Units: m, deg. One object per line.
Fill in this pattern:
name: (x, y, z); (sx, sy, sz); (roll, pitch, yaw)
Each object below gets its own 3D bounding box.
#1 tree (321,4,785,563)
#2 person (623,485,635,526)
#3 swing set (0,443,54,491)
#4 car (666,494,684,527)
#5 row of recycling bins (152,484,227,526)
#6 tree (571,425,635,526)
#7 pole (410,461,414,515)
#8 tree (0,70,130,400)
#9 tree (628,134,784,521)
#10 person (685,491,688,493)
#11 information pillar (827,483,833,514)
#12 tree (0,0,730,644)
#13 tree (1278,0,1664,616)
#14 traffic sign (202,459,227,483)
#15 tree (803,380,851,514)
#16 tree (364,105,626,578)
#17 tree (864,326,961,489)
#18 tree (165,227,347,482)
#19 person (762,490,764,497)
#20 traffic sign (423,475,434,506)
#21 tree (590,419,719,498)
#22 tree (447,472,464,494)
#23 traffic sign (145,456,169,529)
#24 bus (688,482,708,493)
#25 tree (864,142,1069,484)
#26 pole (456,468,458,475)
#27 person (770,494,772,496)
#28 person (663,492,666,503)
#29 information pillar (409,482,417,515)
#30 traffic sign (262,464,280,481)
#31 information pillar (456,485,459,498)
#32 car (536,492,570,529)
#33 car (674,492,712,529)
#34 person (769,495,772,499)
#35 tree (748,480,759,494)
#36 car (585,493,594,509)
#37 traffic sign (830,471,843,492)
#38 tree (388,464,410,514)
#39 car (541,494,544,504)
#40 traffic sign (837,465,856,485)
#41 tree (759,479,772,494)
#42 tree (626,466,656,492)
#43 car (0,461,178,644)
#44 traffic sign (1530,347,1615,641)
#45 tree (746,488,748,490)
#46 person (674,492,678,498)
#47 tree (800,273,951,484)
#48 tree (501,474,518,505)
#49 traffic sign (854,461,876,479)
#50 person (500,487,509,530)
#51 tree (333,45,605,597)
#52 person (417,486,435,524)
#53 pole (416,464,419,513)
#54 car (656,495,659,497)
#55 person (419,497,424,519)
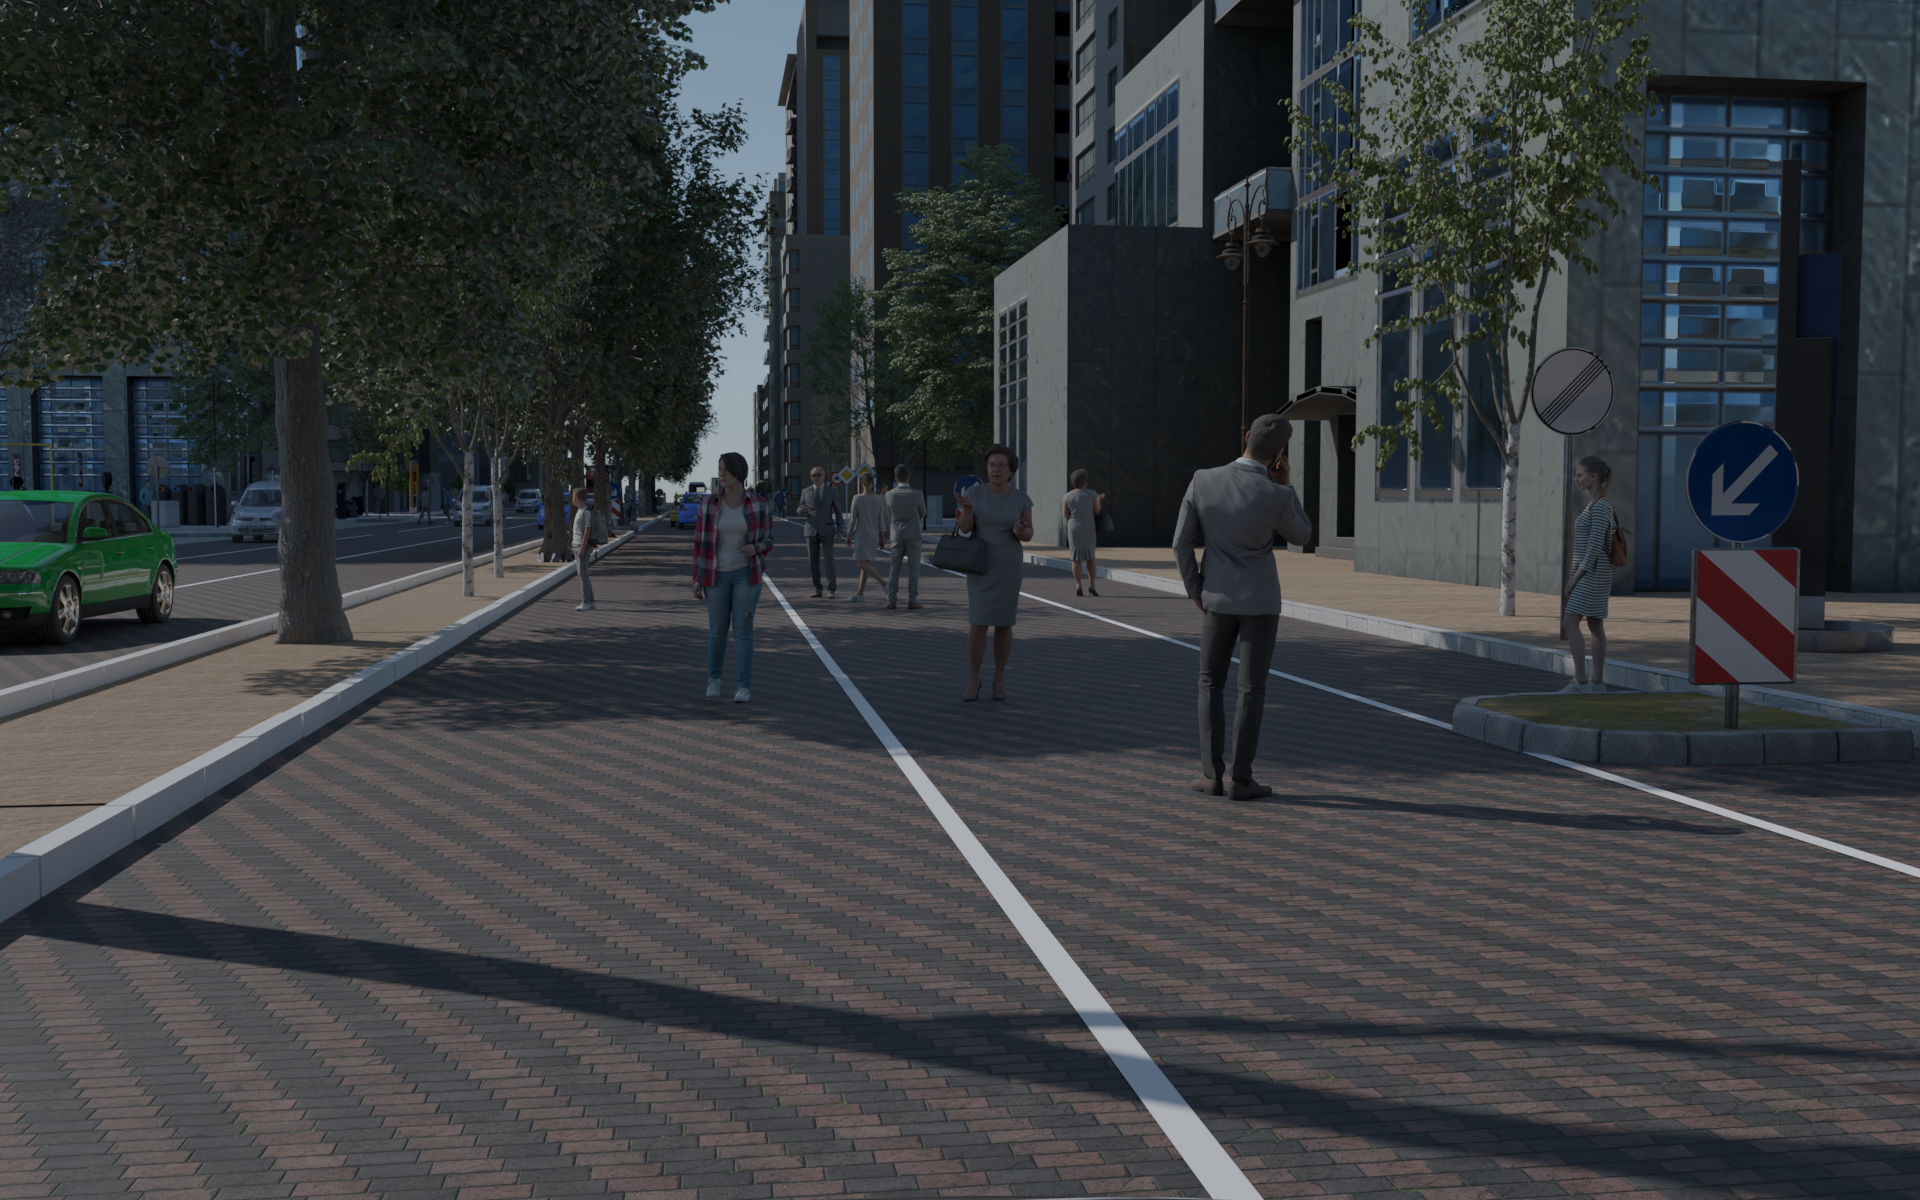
tree: (-8.480, -7.124, 35.950); (9.611, 12.733, 9.660); (0, 3, 0)
person: (-13.618, -3.839, 71.443); (0.537, 1.800, 0.526); (-2, 4, -34)
swing set: (-29.469, -3.415, 53.460); (3.119, 2.851, 2.862); (-2, 4, -27)
car: (-12.049, -4.091, 77.116); (2.015, 1.641, 3.980); (-1, 4, -9)
row of recycling bins: (-31.552, -3.903, 70.928); (3.534, 1.692, 1.069); (1, 4, 18)
tree: (-15.387, -9.144, 77.712); (9.928, 11.665, 9.643); (0, 3, 0)
pole: (-33.875, -6.921, 107.009); (0.158, 3.312, 0.155); (0, 3, 0)
tree: (-25.477, -8.049, 41.970); (12.009, 13.543, 11.850); (0, 3, 0)
tree: (-15.869, -14.149, 89.683); (12.611, 20.169, 13.585); (0, 3, 0)
person: (-28.759, -10.578, 182.114); (0.621, 1.740, 0.551); (-1, 4, -8)
information pillar: (-8.285, -6.494, 110.672); (0.304, 2.012, 0.304); (-2, 4, -24)
tree: (-6.214, -6.550, 16.204); (9.857, 13.997, 8.962); (0, 3, 0)
tree: (5.715, -4.150, 18.222); (4.737, 8.622, 4.395); (0, 3, 0)
traffic sign: (-25.100, -3.434, 58.337); (0.795, 2.593, 0.064); (-1, 4, -8)
tree: (-8.129, -9.955, 113.131); (4.360, 8.622, 3.978); (0, 3, 0)
tree: (-7.808, -4.661, 29.023); (4.360, 8.622, 3.978); (0, 3, 0)
tree: (-2.192, -7.742, 76.941); (4.737, 8.622, 4.395); (0, 3, 0)
tree: (-29.389, -9.499, 73.438); (7.486, 12.596, 7.792); (0, 3, 0)
person: (-26.547, -13.875, 232.924); (0.705, 1.821, 1.348); (0, 4, -5)
traffic sign: (-35.248, -7.021, 114.898); (0.768, 2.556, 0.104); (0, 4, -3)
tree: (-24.153, -13.675, 136.409); (12.009, 13.543, 11.850); (0, 3, 0)
tree: (-38.451, -8.440, 132.591); (1.663, 3.219, 1.824); (0, 3, 0)
traffic sign: (-26.736, -3.523, 57.706); (0.768, 2.556, 0.104); (0, 4, -4)
bus: (-40.329, -16.599, 266.250); (2.948, 3.499, 13.247); (0, 4, -8)
tree: (0.766, -8.435, 56.038); (7.486, 12.596, 7.792); (0, 3, 0)
pole: (-39.700, -8.748, 136.868); (0.158, 3.312, 0.155); (0, 3, 0)
person: (-23.594, -13.119, 220.520); (1.348, 1.826, 0.705); (-1, 4, -18)
person: (-45.766, -15.849, 268.306); (0.621, 1.740, 0.551); (2, 4, 35)
information pillar: (-34.107, -6.330, 107.994); (0.304, 2.012, 0.304); (2, 4, 34)
traffic sign: (-26.277, -3.917, 66.236); (0.795, 2.593, 0.064); (-1, 4, -8)
information pillar: (-39.133, -7.996, 135.220); (0.304, 2.012, 0.304); (-3, 5, -43)
car: (-16.459, -3.790, 71.552); (1.945, 1.707, 3.694); (0, 4, -8)
car: (-10.827, -3.792, 71.593); (1.945, 1.707, 3.694); (-1, 4, -10)
person: (-24.969, -13.601, 228.935); (0.721, 1.766, 1.217); (-1, 4, -23)
tree: (-27.884, -14.946, 238.961); (1.663, 3.219, 1.824); (0, 3, 0)
car: (-31.700, -8.537, 148.620); (2.155, 1.783, 4.494); (-1, 4, -9)
traffic sign: (-6.886, -5.918, 96.862); (0.768, 2.556, 0.104); (0, 4, -5)
tree: (-35.883, -7.113, 110.899); (1.663, 3.219, 1.824); (0, 3, 0)
car: (-34.343, -8.325, 144.912); (1.959, 1.807, 4.718); (-1, 4, -9)
traffic sign: (-4.520, -4.114, 69.446); (0.795, 2.593, 0.064); (-1, 4, -8)
tree: (-21.817, -12.528, 199.431); (1.663, 3.219, 1.824); (0, 3, 0)
tree: (-13.838, -7.131, 69.409); (4.360, 8.622, 3.978); (0, 3, 0)
car: (-9.556, -0.551, 17.804); (1.959, 1.807, 4.718); (0, 4, -7)
traffic sign: (5.303, -0.918, 15.110); (0.768, 2.556, 0.104); (0, 4, -7)
tree: (-33.909, -17.473, 280.277); (1.663, 3.219, 1.824); (0, 3, 0)
person: (-39.336, -14.130, 240.078); (0.990, 1.755, 0.434); (2, 4, 34)
tree: (-4.036, -9.596, 82.651); (9.928, 11.665, 9.643); (0, 3, 0)
tree: (-43.907, -10.661, 168.902); (1.663, 3.219, 1.824); (0, 3, 0)
traffic sign: (-3.342, -3.630, 61.548); (0.795, 2.593, 0.064); (-1, 4, -8)
person: (-18.125, -3.614, 68.598); (0.522, 1.701, 0.512); (0, 3, 0)
tree: (-6.908, -4.357, 24.053); (4.737, 8.622, 4.395); (0, 3, 0)
person: (-25.378, -4.489, 82.162); (0.678, 1.792, 0.850); (3, 5, 40)
pole: (-36.961, -7.595, 118.027); (0.158, 3.312, 0.155); (0, 3, 0)
car: (-40.475, -13.499, 229.501); (1.959, 1.807, 4.718); (-1, 4, -9)
person: (-30.628, -5.219, 98.499); (0.362, 1.253, 0.373); (3, 5, 44)
